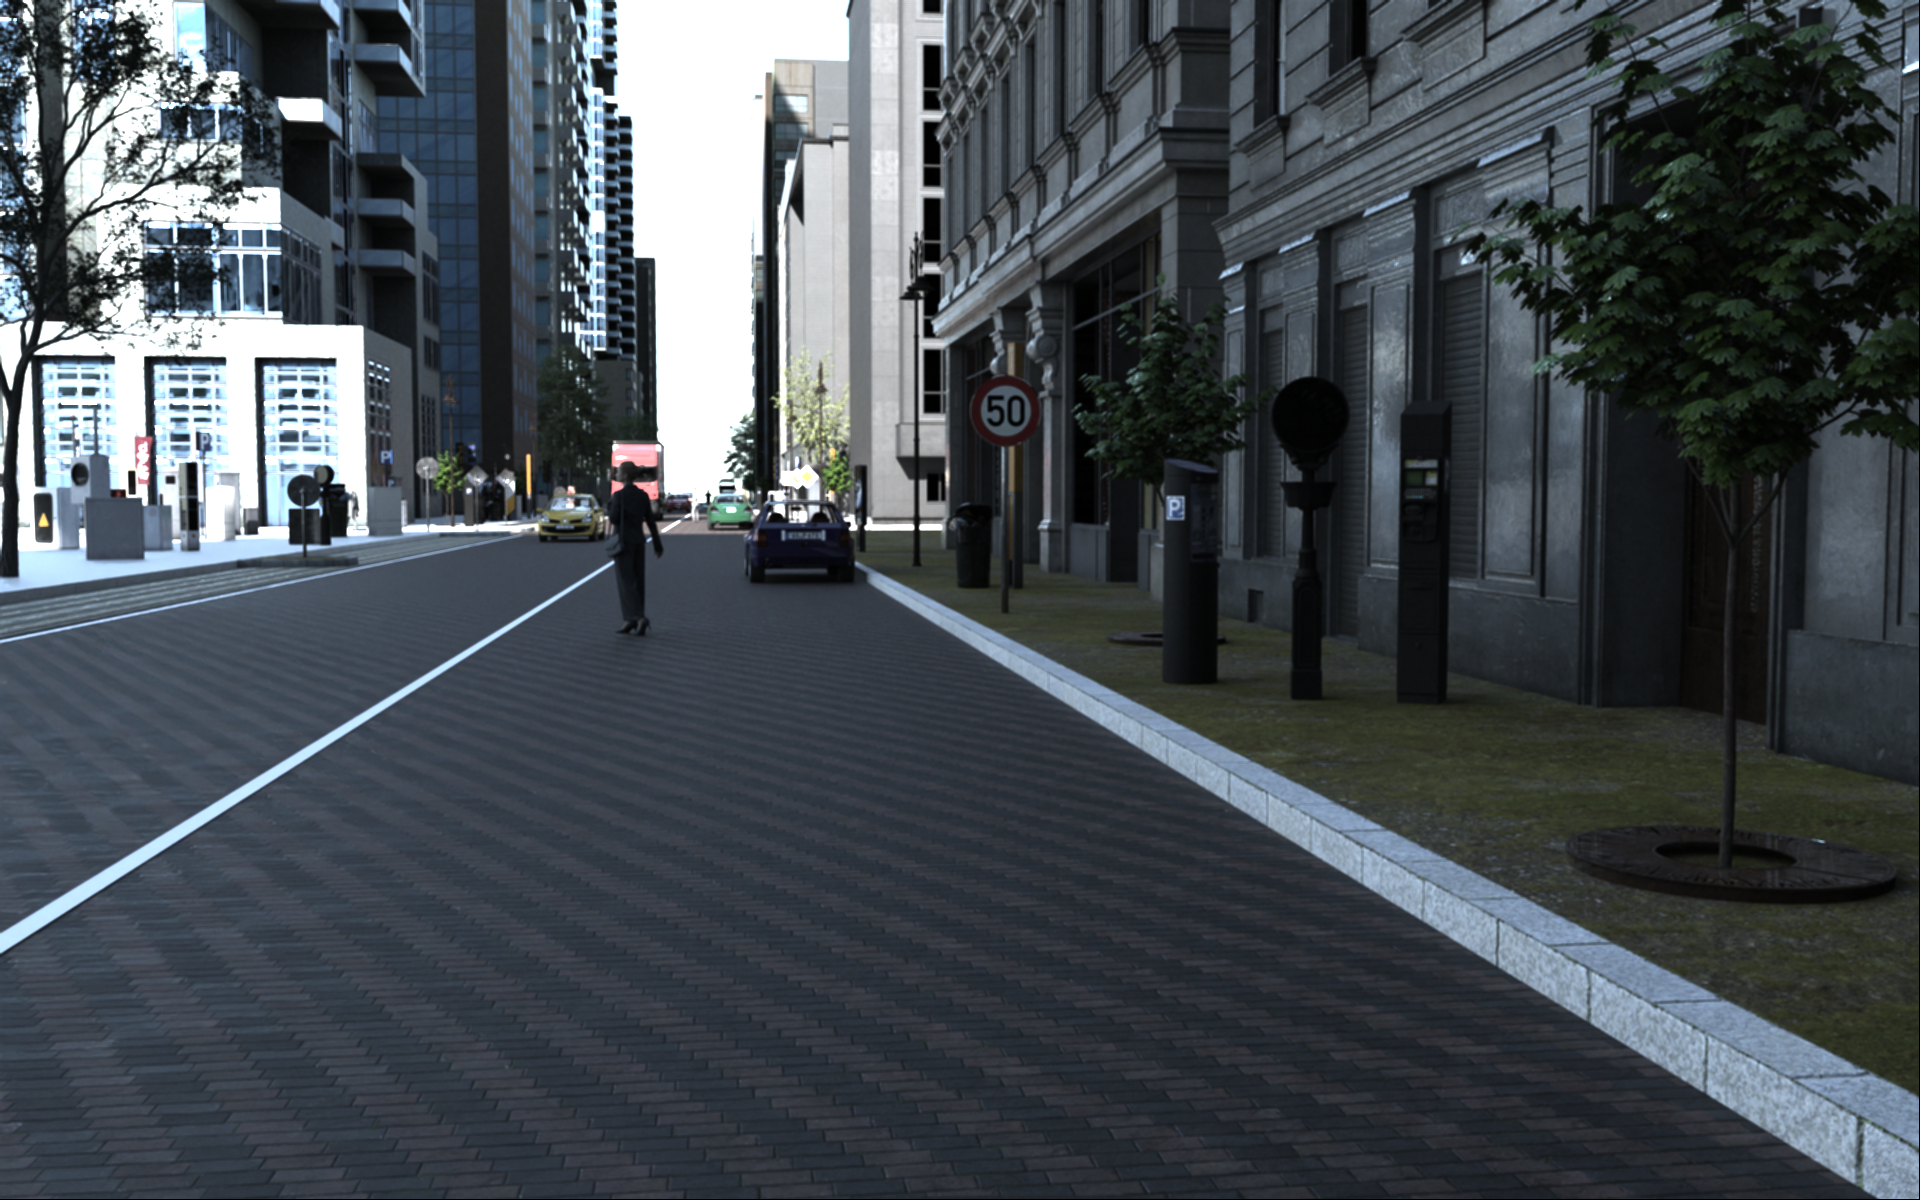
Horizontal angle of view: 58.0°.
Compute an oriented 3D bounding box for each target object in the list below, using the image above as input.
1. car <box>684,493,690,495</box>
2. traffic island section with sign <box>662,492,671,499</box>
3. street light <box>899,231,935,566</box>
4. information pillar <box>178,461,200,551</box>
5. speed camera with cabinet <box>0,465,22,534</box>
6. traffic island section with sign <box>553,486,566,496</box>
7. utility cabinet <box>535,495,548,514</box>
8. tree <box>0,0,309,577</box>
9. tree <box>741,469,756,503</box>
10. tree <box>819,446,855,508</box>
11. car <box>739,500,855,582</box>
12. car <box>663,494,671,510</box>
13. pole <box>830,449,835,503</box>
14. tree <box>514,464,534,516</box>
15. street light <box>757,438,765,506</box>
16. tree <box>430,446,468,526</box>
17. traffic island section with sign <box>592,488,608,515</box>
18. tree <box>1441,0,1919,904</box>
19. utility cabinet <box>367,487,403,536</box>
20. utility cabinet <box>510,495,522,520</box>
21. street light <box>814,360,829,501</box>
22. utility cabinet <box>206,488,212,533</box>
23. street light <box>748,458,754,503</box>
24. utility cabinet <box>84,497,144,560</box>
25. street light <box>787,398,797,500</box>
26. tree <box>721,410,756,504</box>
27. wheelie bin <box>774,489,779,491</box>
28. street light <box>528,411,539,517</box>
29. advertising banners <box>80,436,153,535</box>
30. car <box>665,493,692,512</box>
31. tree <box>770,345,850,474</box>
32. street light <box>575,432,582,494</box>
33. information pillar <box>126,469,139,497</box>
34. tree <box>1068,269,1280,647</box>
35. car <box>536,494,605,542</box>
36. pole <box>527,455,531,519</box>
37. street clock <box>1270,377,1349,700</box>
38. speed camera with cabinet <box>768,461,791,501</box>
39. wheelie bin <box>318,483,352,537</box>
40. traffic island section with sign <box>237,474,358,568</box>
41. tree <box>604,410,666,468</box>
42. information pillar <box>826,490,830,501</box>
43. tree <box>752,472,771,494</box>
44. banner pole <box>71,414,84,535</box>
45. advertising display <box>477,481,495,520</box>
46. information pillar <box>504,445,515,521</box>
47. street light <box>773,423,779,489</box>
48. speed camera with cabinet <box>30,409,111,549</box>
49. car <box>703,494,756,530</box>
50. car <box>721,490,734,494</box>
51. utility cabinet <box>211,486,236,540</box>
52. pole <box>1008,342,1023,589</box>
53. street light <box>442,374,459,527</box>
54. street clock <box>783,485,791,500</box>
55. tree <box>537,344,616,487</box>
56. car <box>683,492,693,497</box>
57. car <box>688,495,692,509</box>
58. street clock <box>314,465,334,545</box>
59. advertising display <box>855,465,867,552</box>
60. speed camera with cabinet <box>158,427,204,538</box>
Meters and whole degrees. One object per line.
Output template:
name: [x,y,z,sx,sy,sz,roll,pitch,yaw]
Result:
car: [-31.034,-11.375,195.579,1.945,1.707,3.694,0,4,-7]
traffic island section with sign: [-45.985,-16.260,274.484,1.989,1.847,2.006,0,4,-8]
street light: [-0.769,-3.542,30.694,0.468,5.910,1.993,0,4,-8]
information pillar: [-17.454,-2.124,39.213,0.304,2.012,0.304,2,4,34]
speed camera with cabinet: [-30.891,-3.730,55.326,2.038,3.252,0.660,2,4,27]
traffic island section with sign: [-20.647,-4.949,89.549,1.989,1.847,2.006,0,4,-8]
utility cabinet: [-26.512,-6.030,109.747,0.306,1.237,1.020,2,4,25]
tree: [-14.587,-5.615,26.225,8.767,10.594,7.601,-2,4,-31]
tree: [-27.291,-14.905,227.410,4.285,4.588,4.351,0,3,0]
tree: [-4.738,-4.521,68.518,1.663,3.219,1.824,0,3,0]
car: [-2.779,-1.035,29.508,1.945,1.354,3.894,-1,4,-9]
car: [-25.925,-8.897,155.684,2.015,1.641,3.980,-1,4,-10]
pole: [-5.745,-5.150,78.049,0.158,3.312,0.155,0,3,0]
tree: [-25.316,-6.470,100.385,1.663,3.219,1.824,0,3,0]
street light: [-16.211,-10.374,142.409,0.468,5.910,1.993,0,4,-8]
tree: [-20.495,-4.590,69.649,1.663,3.219,1.824,0,3,0]
traffic island section with sign: [-24.306,-6.583,116.255,1.989,1.847,2.006,0,4,-8]
tree: [2.723,-0.681,5.740,1.663,3.219,1.824,0,3,0]
utility cabinet: [-17.508,-2.693,52.715,0.318,1.500,1.173,2,4,23]
utility cabinet: [-21.729,-4.499,84.722,0.306,1.237,1.020,-2,4,-31]
street light: [-4.823,-5.337,60.044,0.468,5.910,1.993,0,4,-8]
utility cabinet: [-24.277,-2.954,56.979,0.318,1.500,1.173,1,4,15]
street light: [-22.533,-13.213,188.823,0.468,5.910,1.993,0,4,-8]
utility cabinet: [-16.610,-1.397,34.011,1.020,1.237,0.306,-2,4,-31]
street light: [-8.087,-6.757,83.271,0.468,5.910,1.993,0,4,-8]
tree: [-28.479,-19.353,234.546,7.486,12.596,7.792,0,3,0]
wheelie bin: [-11.457,-6.152,108.500,0.693,1.594,0.980,1,4,16]
street light: [-23.620,-7.538,96.040,0.468,5.910,1.993,0,4,-8]
advertising banners: [-25.404,-3.427,52.214,2.074,3.025,0.090,-1,4,-11]
car: [-22.430,-7.904,138.270,2.155,1.783,4.494,0,4,-6]
tree: [-7.400,-8.343,86.768,4.737,8.622,4.395,0,3,0]
street light: [-27.705,-9.361,125.844,0.468,5.910,1.993,0,4,-8]
information pillar: [-24.224,-2.828,50.733,0.304,2.012,0.304,-1,4,-21]
tree: [1.751,-1.254,15.104,1.663,3.219,1.824,0,3,0]
car: [-11.937,-2.637,53.337,2.015,1.641,3.980,0,4,-6]
pole: [-22.276,-5.848,89.463,0.158,3.312,0.155,0,3,0]
street clock: [2.173,-0.382,10.820,0.471,2.002,0.358,0,4,8]
speed camera with cabinet: [-10.866,-6.753,104.745,0.660,3.252,2.038,-2,4,-35]
wheelie bin: [-18.638,-2.682,51.753,0.980,1.594,0.693,-3,5,-39]
traffic island section with sign: [-13.117,-1.580,34.468,1.989,1.847,2.006,0,4,-8]
tree: [-40.517,-17.743,215.850,9.928,11.665,9.643,0,3,0]
information pillar: [-6.353,-4.896,84.537,0.304,2.012,0.304,3,5,44]
tree: [-17.016,-9.450,149.113,1.663,3.219,1.824,0,3,0]
banner pole: [-27.705,-3.934,54.331,0.401,3.779,0.863,-3,5,-43]
advertising display: [-23.433,-4.919,85.643,0.974,1.923,0.123,2,4,24]
information pillar: [-21.568,-5.597,82.858,0.504,3.616,0.183,-2,4,-35]
street light: [-11.963,-8.554,112.646,0.468,5.910,1.993,0,4,-8]
speed camera with cabinet: [-20.704,-2.809,40.264,2.038,3.252,0.660,2,4,25]
car: [-9.314,-3.569,70.145,2.131,1.459,4.920,-1,4,-9]
car: [-23.689,-10.360,178.063,2.281,1.827,5.304,0,4,-6]
utility cabinet: [-20.466,-2.419,48.230,0.318,1.500,1.173,-2,4,-35]
pole: [0.746,-1.811,23.448,0.158,3.312,0.155,0,3,0]
street light: [-19.577,-5.743,66.688,0.468,5.910,1.993,0,4,-8]
street clock: [-8.095,-4.673,80.969,0.358,2.002,0.471,-2,4,-28]
tree: [-29.961,-13.026,131.100,7.486,12.596,7.792,0,3,0]
car: [-39.965,-15.026,254.352,2.281,1.827,5.304,0,4,-7]
car: [-26.062,-9.261,163.777,2.083,1.381,4.827,-1,4,-9]
street clock: [-15.936,-2.378,43.446,0.471,2.002,0.358,2,4,23]
advertising display: [-2.205,-2.036,38.497,0.123,1.923,0.974,-1,4,-13]
speed camera with cabinet: [-23.135,-3.489,51.380,0.660,3.252,2.038,-3,5,-45]
